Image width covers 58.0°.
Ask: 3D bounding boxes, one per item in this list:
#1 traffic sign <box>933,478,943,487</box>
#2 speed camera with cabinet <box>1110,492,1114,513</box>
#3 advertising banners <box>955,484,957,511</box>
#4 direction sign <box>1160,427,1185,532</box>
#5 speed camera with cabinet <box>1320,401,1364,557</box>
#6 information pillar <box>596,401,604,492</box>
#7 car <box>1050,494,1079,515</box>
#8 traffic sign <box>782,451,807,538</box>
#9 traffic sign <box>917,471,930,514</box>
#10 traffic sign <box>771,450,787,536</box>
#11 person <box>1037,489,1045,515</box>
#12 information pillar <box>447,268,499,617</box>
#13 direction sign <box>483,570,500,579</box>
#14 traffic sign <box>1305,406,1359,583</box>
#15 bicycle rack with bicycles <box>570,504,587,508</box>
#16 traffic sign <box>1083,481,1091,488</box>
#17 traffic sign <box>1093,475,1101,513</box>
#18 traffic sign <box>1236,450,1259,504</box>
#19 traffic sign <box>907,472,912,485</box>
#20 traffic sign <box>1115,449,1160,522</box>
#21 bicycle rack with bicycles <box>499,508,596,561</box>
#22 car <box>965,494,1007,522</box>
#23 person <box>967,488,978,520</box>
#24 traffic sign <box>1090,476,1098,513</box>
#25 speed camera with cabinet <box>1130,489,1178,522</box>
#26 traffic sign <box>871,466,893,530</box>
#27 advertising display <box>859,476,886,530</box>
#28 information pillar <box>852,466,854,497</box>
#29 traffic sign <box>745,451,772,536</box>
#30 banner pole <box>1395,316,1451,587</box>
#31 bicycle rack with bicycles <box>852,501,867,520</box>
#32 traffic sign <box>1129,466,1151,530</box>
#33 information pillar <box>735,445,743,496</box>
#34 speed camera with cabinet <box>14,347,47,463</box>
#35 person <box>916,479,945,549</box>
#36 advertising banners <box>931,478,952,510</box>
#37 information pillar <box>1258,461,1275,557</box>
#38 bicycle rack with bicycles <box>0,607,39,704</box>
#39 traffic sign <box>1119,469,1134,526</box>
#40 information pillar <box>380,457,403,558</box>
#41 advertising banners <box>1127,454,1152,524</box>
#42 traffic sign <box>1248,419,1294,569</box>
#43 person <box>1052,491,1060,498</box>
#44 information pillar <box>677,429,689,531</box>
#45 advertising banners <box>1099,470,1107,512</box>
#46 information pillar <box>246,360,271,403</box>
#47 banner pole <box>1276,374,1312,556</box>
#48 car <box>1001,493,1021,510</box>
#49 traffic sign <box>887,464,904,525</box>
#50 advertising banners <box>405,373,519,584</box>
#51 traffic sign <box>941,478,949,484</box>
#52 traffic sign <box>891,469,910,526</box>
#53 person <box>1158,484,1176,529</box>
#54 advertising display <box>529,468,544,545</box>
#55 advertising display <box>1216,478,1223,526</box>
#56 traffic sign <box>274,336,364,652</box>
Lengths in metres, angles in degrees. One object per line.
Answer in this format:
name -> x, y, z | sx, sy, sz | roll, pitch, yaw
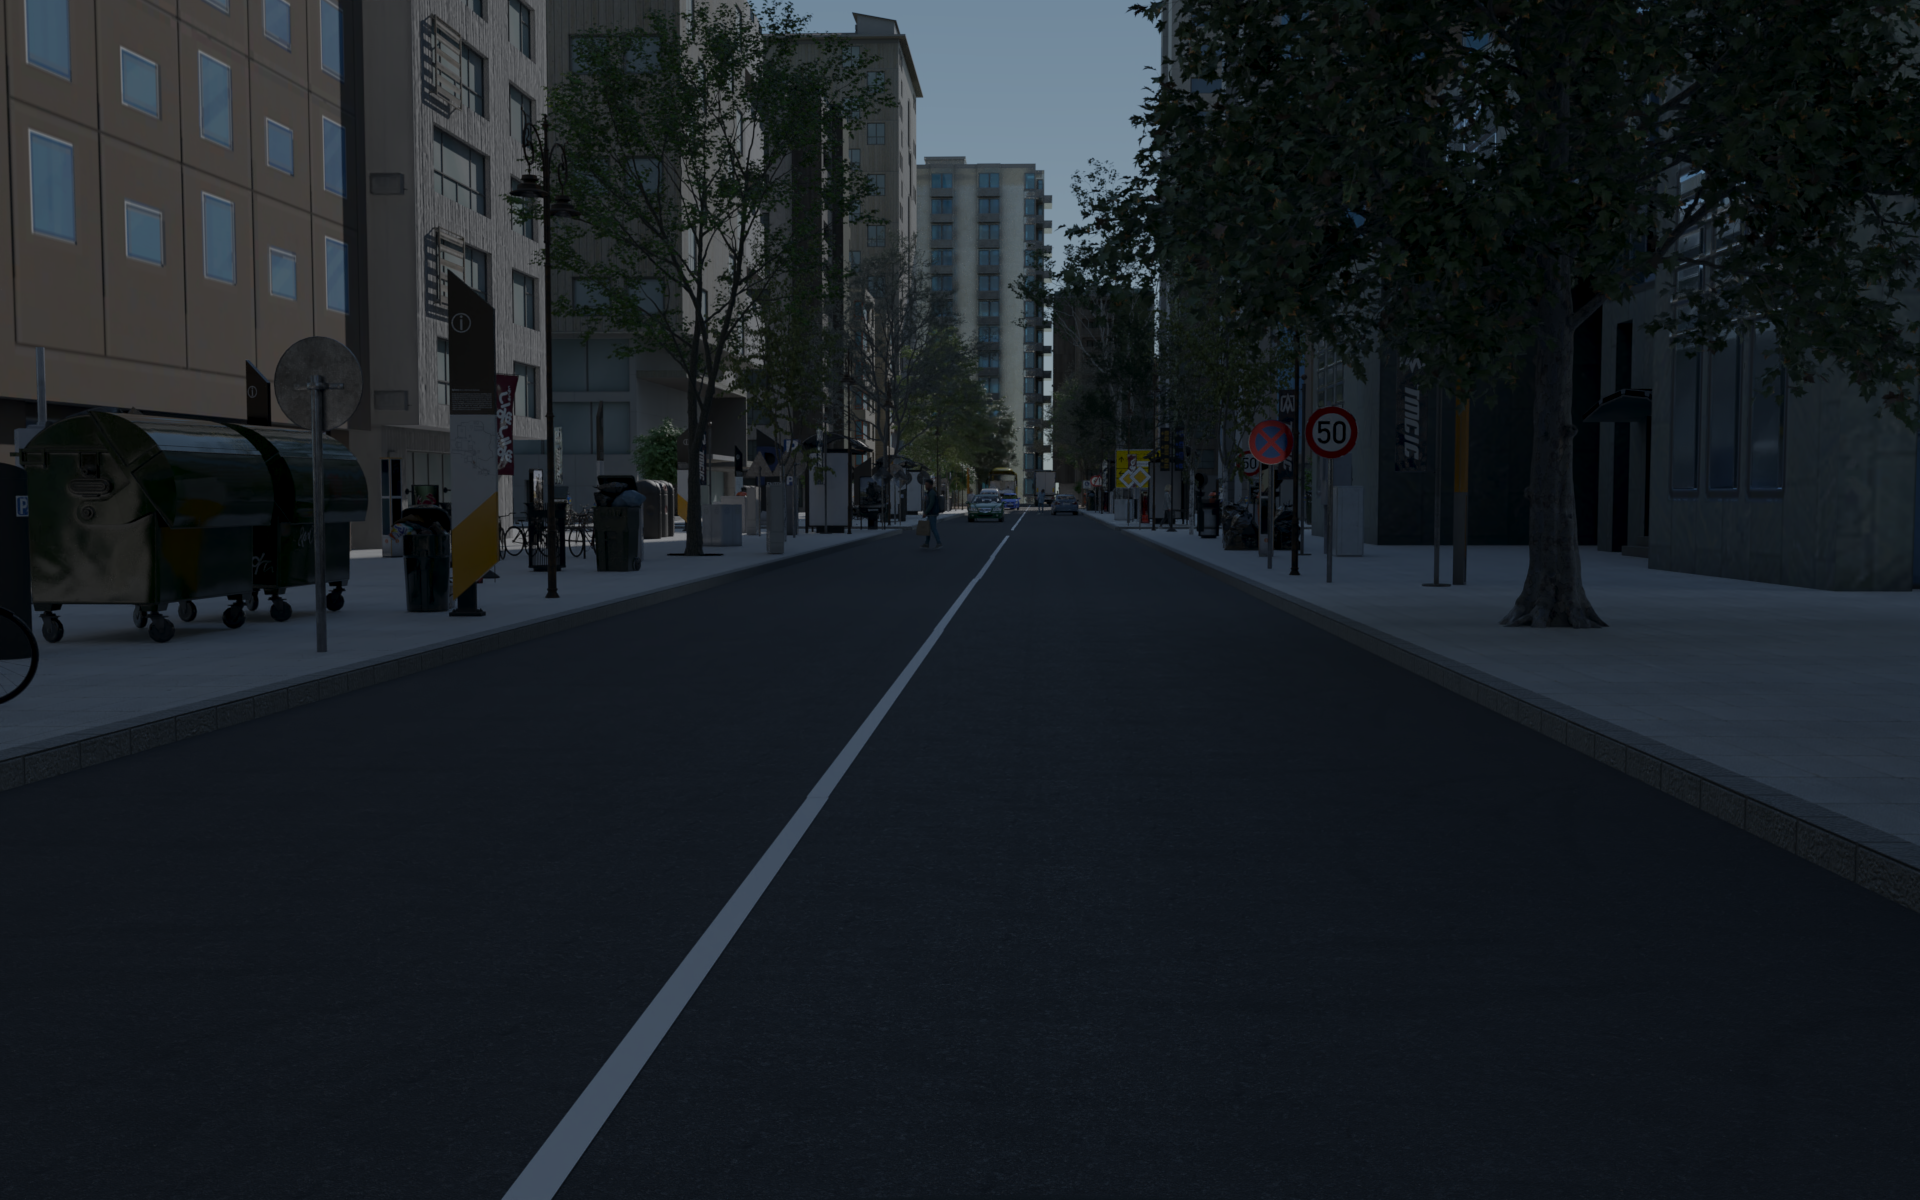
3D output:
traffic sign -> -1.687, -7.857, 128.466 | 0.884, 2.594, 0.081 | 1, 4, 11
speed camera with cabinet -> 11.046, -7.403, 115.379 | 2.038, 3.252, 0.660 | 0, 4, -4
advertising banners -> -0.299, -8.185, 130.014 | 0.090, 3.025, 2.074 | 0, 4, 1
direction sign -> 7.216, -4.093, 58.919 | 0.876, 3.537, 0.379 | 2, 4, 30
speed camera with cabinet -> 8.015, -2.567, 36.302 | 0.660, 3.252, 2.038 | 0, 4, 2
information pillar -> -8.977, -3.175, 43.258 | 0.183, 3.616, 0.504 | 0, 3, 0
car -> 7.144, -6.498, 118.247 | 2.014, 1.417, 4.499 | 0, 4, 1
traffic sign -> -4.859, -3.093, 50.679 | 0.768, 2.556, 0.104 | 0, 4, 4
traffic sign -> -2.044, -5.922, 96.934 | 0.768, 2.556, 0.104 | 0, 4, 7
traffic sign -> -5.189, -3.150, 51.506 | 0.884, 2.594, 0.081 | 1, 4, 12
person -> 5.654, -6.848, 120.727 | 0.793, 1.790, 0.793 | 3, 5, 41
information pillar -> -5.097, -1.636, 18.105 | 0.504, 3.616, 0.183 | 0, 4, -1
direction sign -> -7.210, -2.098, 26.303 | 0.379, 3.537, 0.876 | 0, 4, 4
traffic sign -> 5.353, -1.524, 25.029 | 0.768, 2.556, 0.104 | 0, 4, 4
bicycle rack with bicycles -> -13.055, -2.809, 59.317 | 2.925, 0.926, 2.852 | 0, 4, 5
traffic sign -> 9.633, -7.906, 131.393 | 0.606, 2.300, 0.079 | 0, 4, 7
traffic sign -> 9.303, -7.061, 115.456 | 0.884, 2.594, 0.081 | 1, 4, 12
traffic sign -> 8.351, -3.055, 50.052 | 0.768, 2.556, 0.104 | 0, 4, 8
traffic sign -> -3.037, -5.881, 96.262 | 0.768, 2.556, 0.104 | 0, 4, 4
traffic sign -> 8.203, -5.196, 78.834 | 2.265, 3.308, 0.079 | 0, 4, 4
bicycle rack with bicycles -> -8.656, -1.303, 34.693 | 2.852, 0.926, 2.925 | -2, 4, -35
car -> 1.368, -4.771, 89.800 | 2.131, 1.459, 4.920 | 0, 4, 3
person -> 0.786, -5.185, 93.944 | 0.731, 1.740, 0.598 | -2, 4, -24
traffic sign -> 9.321, -7.272, 119.007 | 0.768, 2.556, 0.104 | 0, 4, 4
speed camera with cabinet -> 9.054, -5.244, 80.078 | 2.038, 3.252, 0.660 | 0, 4, -3
traffic sign -> -2.780, -3.573, 62.055 | 0.795, 2.450, 0.064 | 0, 4, 3
advertising display -> -3.138, -3.491, 62.288 | 0.974, 1.923, 0.123 | 0, 4, 2
information pillar -> -8.364, -8.802, 135.263 | 0.504, 3.616, 0.183 | -2, 4, -26
traffic sign -> -6.067, -3.204, 52.386 | 0.884, 2.594, 0.081 | 0, 4, 7
banner pole -> 6.444, -2.087, 24.134 | 0.863, 3.779, 0.401 | 2, 4, 35
bicycle rack with bicycles -> -5.518, -4.438, 85.940 | 2.925, 0.926, 2.852 | 1, 4, 17
traffic sign -> 6.404, -3.546, 61.620 | 0.795, 2.450, 0.064 | 0, 4, 3
information pillar -> -10.610, -5.606, 83.006 | 0.183, 3.616, 0.504 | 3, 4, 37
speed camera with cabinet -> -12.857, -1.746, 22.880 | 2.038, 3.252, 0.660 | -2, 4, -33
person -> -0.774, -2.224, 44.854 | 0.713, 1.824, 0.794 | 1, 4, 18
advertising banners -> -1.489, -8.851, 140.908 | 2.074, 3.025, 0.090 | 2, 4, 28
information pillar -> 6.285, -1.897, 35.515 | 0.304, 2.012, 0.304 | 1, 4, 9
bicycle rack with bicycles -> -7.042, 0.185, 10.351 | 2.925, 0.926, 2.852 | 0, 4, -8
traffic sign -> 6.766, -4.034, 69.597 | 0.795, 2.450, 0.064 | 0, 4, 3
information pillar -> -11.455, -1.861, 34.919 | 0.304, 2.012, 0.304 | 2, 4, 33
advertising banners -> 8.095, -4.843, 75.365 | 2.074, 3.025, 0.090 | 3, 5, 43
traffic sign -> 5.326, -1.810, 29.699 | 0.768, 2.556, 0.104 | 1, 4, 9
person -> 11.015, -11.442, 195.584 | 1.348, 1.824, 0.705 | 1, 4, 21
information pillar -> -9.475, -4.176, 59.639 | 0.504, 3.616, 0.183 | 0, 4, 1
advertising banners -> 10.465, -7.854, 124.597 | 0.090, 3.025, 2.074 | 2, 4, 30
information pillar -> -12.212, -2.376, 30.199 | 0.504, 3.616, 0.183 | 1, 4, 22
banner pole -> 7.009, -2.835, 36.372 | 0.401, 3.779, 0.863 | -3, 5, -45
car -> 4.554, -9.037, 157.349 | 1.945, 1.707, 3.694 | 0, 4, 1
traffic sign -> -2.729, -4.441, 72.721 | 0.768, 2.556, 0.104 | 0, 4, 4
advertising banners -> -7.014, -1.736, 24.579 | 0.090, 3.025, 2.074 | 2, 4, 33
traffic sign -> -1.244, -8.364, 136.865 | 0.768, 2.556, 0.104 | 1, 4, 9
traffic sign -> -2.418, -4.061, 70.032 | 0.795, 2.450, 0.064 | 0, 4, 3
person -> 7.977, -3.541, 66.575 | 0.728, 1.800, 0.709 | 1, 4, 14
advertising display -> -10.682, -2.353, 43.687 | 0.123, 1.923, 0.974 | 0, 4, 0
advertising display -> 10.534, -3.958, 69.932 | 0.123, 1.923, 0.974 | 2, 4, 26
traffic sign -> -5.188, -0.850, 14.004 | 0.768, 2.556, 0.104 | 0, 4, 8
